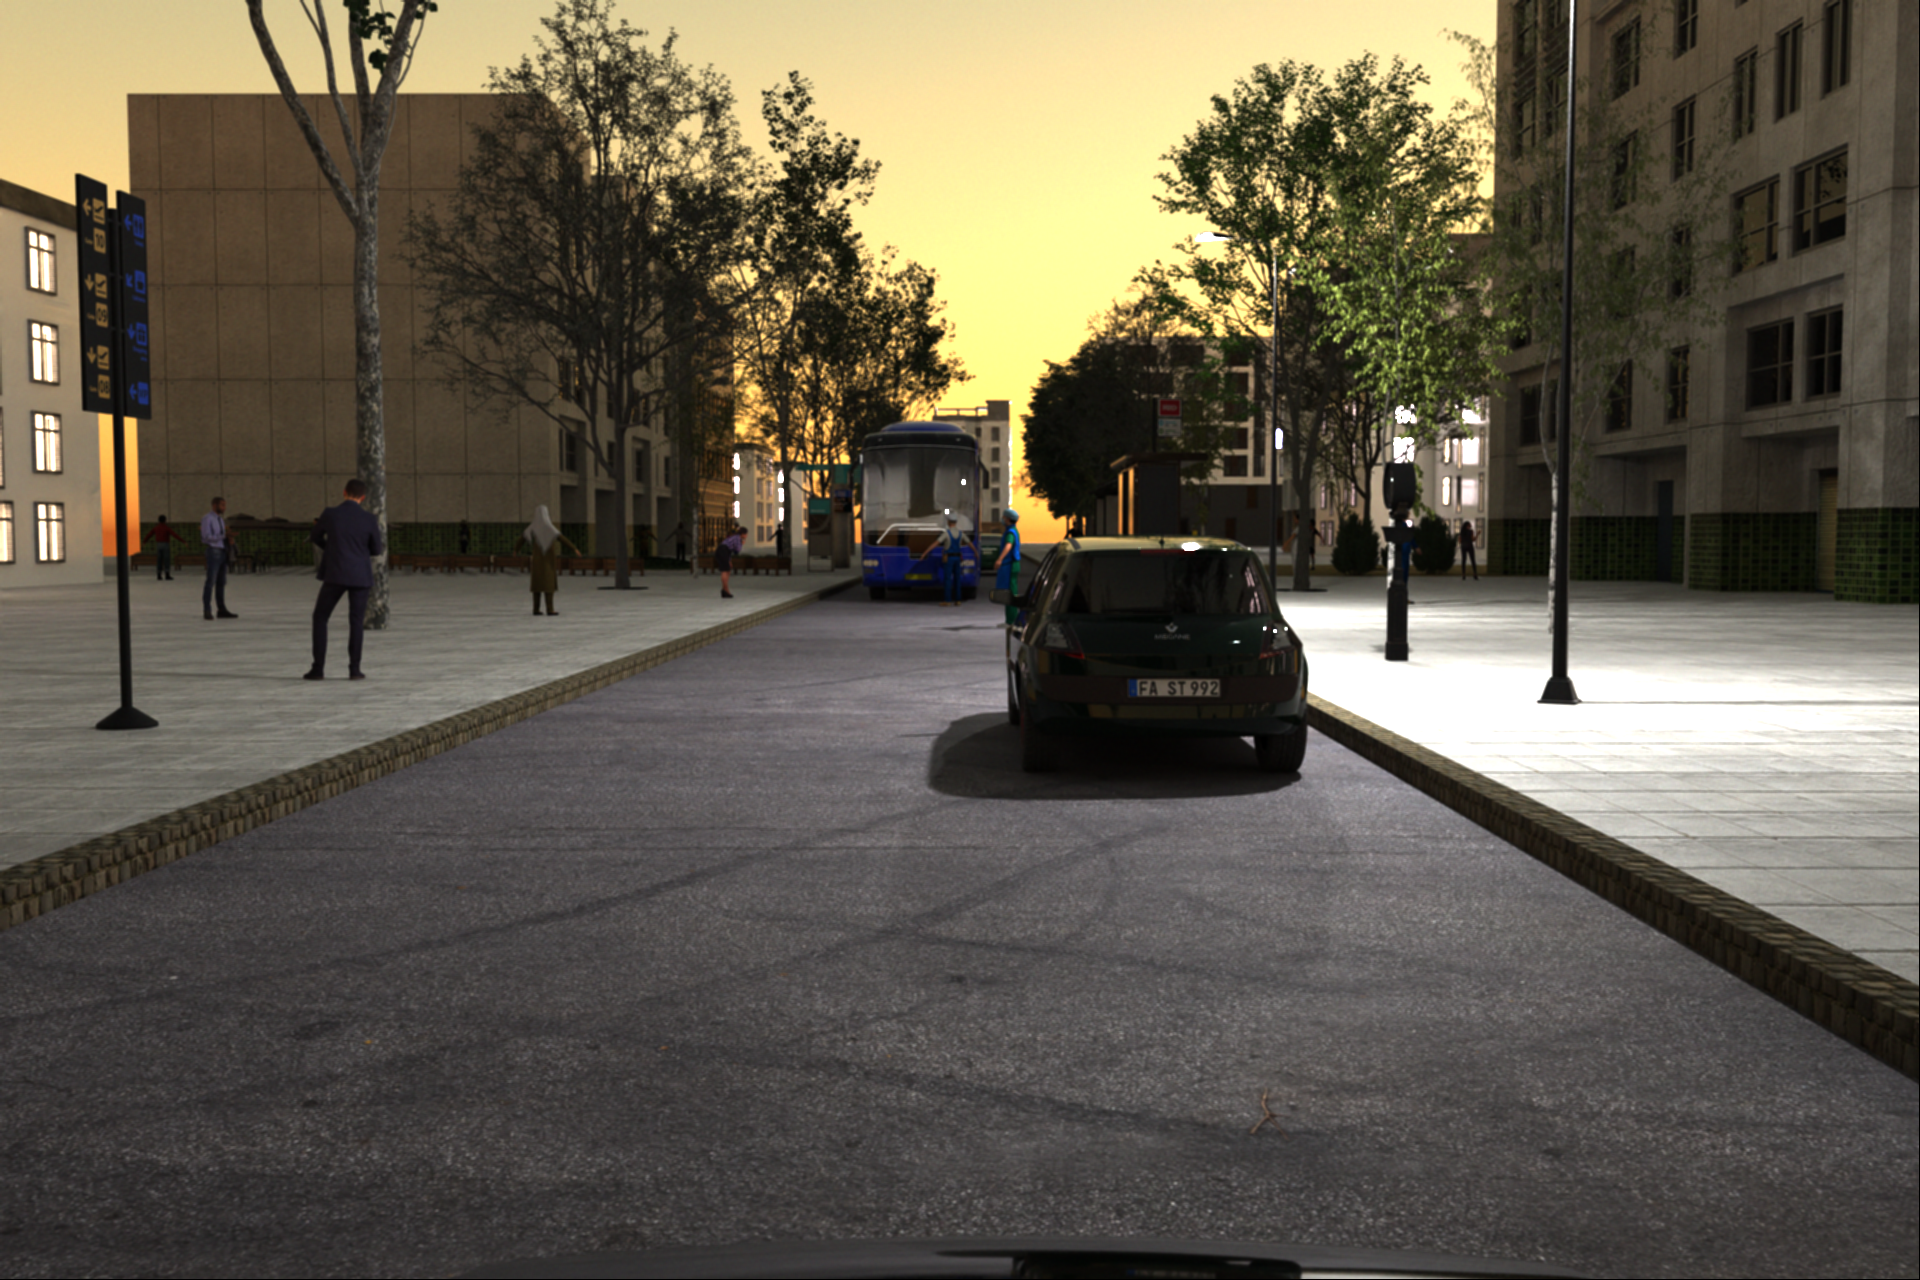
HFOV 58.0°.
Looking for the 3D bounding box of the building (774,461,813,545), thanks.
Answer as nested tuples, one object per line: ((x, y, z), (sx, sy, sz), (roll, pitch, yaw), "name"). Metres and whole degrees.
((-22.562, -16.608, 213.687), (9.099, 9.664, 28.070), (0, 3, 0), "building")

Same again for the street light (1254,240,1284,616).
((5.404, -3.317, 26.768), (1.470, 5.913, 1.316), (0, 4, 1), "street light")

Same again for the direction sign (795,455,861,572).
((-4.323, -4.324, 59.461), (2.525, 3.948, 1.411), (0, 4, 1), "direction sign")

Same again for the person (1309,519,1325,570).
((12.455, -3.396, 61.666), (0.704, 1.843, 1.345), (-3, 5, -43), "person")

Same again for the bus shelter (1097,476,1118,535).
((5.743, -3.875, 57.277), (2.014, 3.302, 5.546), (0, 3, 0), "bus shelter")

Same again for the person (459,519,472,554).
((-19.507, -3.806, 68.014), (0.705, 1.856, 1.354), (-1, 4, -17), "person")

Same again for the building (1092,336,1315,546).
((28.702, -21.498, 195.471), (27.936, 21.610, 32.646), (0, 4, 1), "building")

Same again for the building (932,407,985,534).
((-3.682, -23.779, 247.661), (11.380, 20.090, 16.016), (-1, 4, -8), "building")

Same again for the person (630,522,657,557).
((-15.209, -4.745, 83.356), (1.354, 1.858, 0.705), (0, 4, 8), "person")

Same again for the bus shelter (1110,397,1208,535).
((5.417, -4.347, 48.706), (2.179, 5.291, 8.768), (0, 4, 1), "bus shelter")

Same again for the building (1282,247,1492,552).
((27.981, -16.192, 121.152), (16.016, 20.090, 11.380), (0, 4, 1), "building")

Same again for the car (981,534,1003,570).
((0.920, -3.025, 61.249), (2.131, 1.459, 4.920), (0, 4, 0), "car")

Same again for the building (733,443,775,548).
((-22.962, -14.125, 173.092), (9.099, 9.664, 28.070), (0, 4, 1), "building")

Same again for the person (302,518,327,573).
((-21.136, -3.103, 56.923), (1.347, 1.806, 0.705), (2, 4, 35), "person")

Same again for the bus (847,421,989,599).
((-0.753, -3.040, 41.249), (2.896, 3.916, 12.251), (0, 4, 1), "bus")

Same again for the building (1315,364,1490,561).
((26.320, -9.266, 93.641), (9.099, 9.664, 28.070), (0, 4, 1), "building")

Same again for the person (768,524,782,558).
((-9.032, -4.917, 86.620), (0.704, 1.802, 1.346), (3, 5, 40), "person")

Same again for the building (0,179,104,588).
((-23.523, -5.481, 31.754), (9.099, 9.664, 28.070), (0, 4, 1), "building")

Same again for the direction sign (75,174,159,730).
((-5.537, -1.187, 11.409), (0.379, 3.537, 0.876), (0, 3, 0), "direction sign")

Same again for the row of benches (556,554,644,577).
((-11.516, -2.325, 53.477), (4.104, 0.672, 1.422), (2, 4, 32), "row of benches")

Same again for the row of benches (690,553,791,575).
((-7.063, -2.426, 55.121), (4.104, 0.672, 1.422), (3, 4, 39), "row of benches")

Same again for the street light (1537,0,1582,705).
((5.101, -2.474, 12.989), (1.470, 5.913, 1.316), (0, 4, 0), "street light")

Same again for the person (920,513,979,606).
((-0.168, -1.602, 34.512), (1.347, 1.847, 0.705), (-2, 4, -30), "person")

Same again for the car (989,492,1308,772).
((1.213, -0.125, 11.834), (2.009, 1.686, 4.222), (0, 3, 0), "car")

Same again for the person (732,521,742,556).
((-9.757, -4.269, 75.761), (0.705, 1.833, 1.349), (0, 4, 6), "person")

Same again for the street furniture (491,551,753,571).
((-12.173, -2.927, 63.483), (10.072, 0.657, 5.734), (1, 4, 17), "street furniture")

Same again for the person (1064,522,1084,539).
((4.845, -4.066, 72.667), (1.347, 1.806, 0.705), (-2, 4, -30), "person")

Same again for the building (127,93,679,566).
((-24.932, -13.405, 85.630), (16.747, 18.905, 31.486), (0, 4, 0), "building")

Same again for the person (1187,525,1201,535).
((12.282, -5.186, 91.256), (1.216, 1.772, 0.721), (-1, 4, -19), "person")

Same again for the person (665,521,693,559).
((-11.475, -3.981, 71.223), (1.348, 1.813, 0.705), (-1, 4, -19), "person")

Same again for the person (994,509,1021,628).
((0.731, -1.092, 26.431), (0.704, 1.817, 1.347), (1, 4, 10), "person")

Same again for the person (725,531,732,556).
((-11.309, -4.659, 85.444), (0.599, 1.433, 0.991), (3, 5, 40), "person")

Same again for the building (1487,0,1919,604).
((25.228, -10.580, 39.439), (16.747, 18.905, 31.486), (0, 4, 0), "building")

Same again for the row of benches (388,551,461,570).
((-19.770, -2.864, 62.297), (1.422, 0.672, 4.104), (3, 5, 42), "row of benches")

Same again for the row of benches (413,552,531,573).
((-16.397, -2.594, 57.878), (4.104, 0.672, 1.422), (1, 4, 11), "row of benches")

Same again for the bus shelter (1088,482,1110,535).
((5.886, -4.229, 63.068), (2.014, 3.302, 5.546), (0, 4, 0), "bus shelter")

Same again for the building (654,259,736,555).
((-25.437, -17.356, 114.705), (19.493, 23.208, 18.063), (0, 4, 0), "building")

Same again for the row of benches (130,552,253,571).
((-27.264, -2.805, 61.324), (4.104, 0.672, 1.422), (-1, 4, -12), "row of benches")
